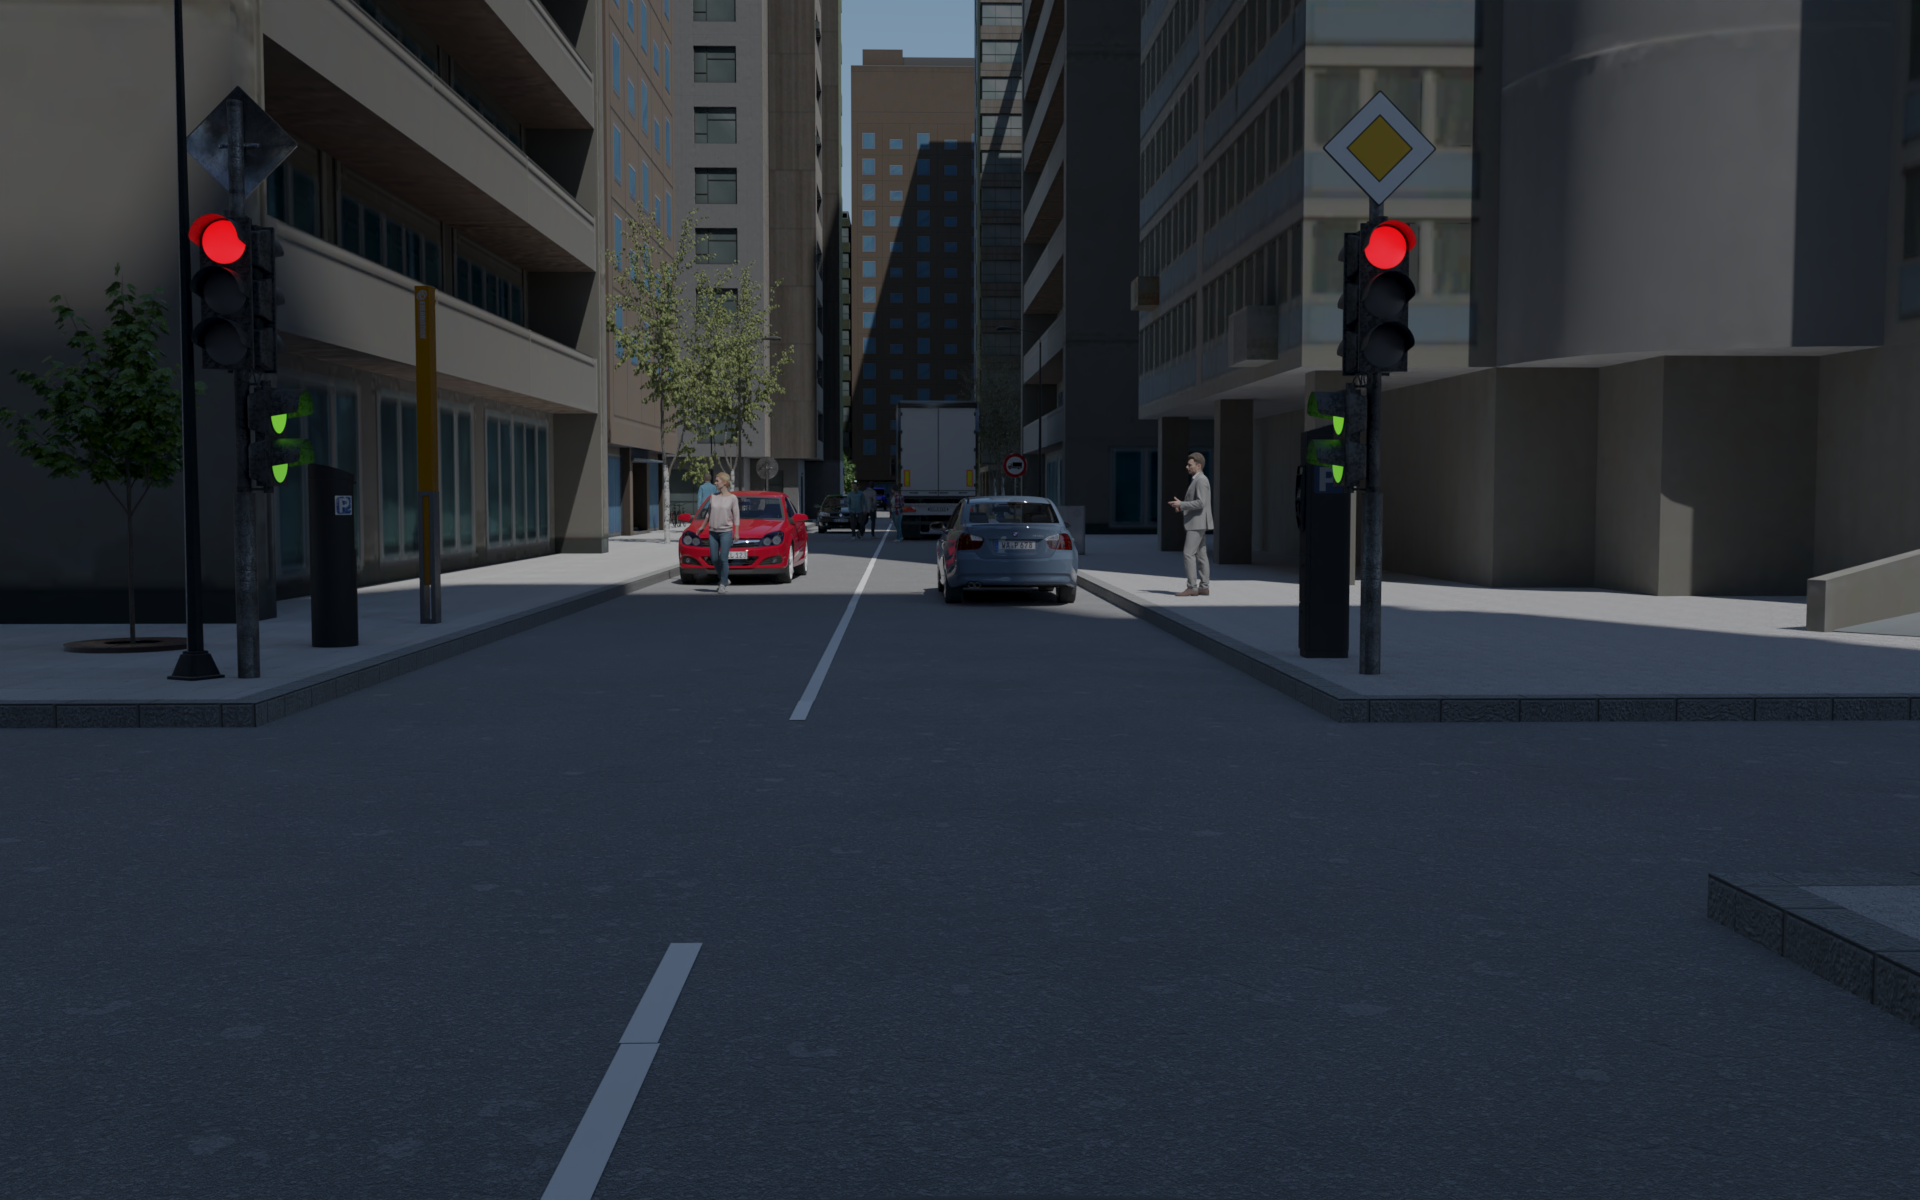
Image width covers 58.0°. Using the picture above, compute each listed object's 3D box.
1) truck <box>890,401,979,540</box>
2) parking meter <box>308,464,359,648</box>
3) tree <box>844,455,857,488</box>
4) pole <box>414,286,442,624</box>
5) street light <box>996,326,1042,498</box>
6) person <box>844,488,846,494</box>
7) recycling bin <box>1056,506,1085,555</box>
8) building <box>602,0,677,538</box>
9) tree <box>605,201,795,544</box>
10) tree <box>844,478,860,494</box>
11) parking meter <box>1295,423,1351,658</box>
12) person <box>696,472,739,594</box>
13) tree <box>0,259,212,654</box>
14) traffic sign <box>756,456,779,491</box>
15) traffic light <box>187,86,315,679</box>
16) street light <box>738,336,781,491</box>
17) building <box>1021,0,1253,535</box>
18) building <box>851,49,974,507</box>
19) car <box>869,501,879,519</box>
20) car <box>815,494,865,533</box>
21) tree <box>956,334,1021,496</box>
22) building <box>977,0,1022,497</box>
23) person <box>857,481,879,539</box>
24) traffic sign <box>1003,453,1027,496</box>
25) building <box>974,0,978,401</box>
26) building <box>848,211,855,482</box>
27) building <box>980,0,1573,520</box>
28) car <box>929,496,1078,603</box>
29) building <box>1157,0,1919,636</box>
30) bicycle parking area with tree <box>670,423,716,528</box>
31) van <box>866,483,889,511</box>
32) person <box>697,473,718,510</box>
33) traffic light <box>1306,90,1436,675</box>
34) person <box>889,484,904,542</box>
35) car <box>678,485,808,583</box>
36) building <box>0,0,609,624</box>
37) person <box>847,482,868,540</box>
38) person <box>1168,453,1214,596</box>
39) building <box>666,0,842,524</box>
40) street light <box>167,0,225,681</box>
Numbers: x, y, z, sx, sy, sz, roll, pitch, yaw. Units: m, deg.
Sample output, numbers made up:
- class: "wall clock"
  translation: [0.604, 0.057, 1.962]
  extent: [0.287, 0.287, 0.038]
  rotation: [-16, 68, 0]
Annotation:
- class: "truck"
  translation: [-0.894, -4.207, 57.704]
  extent: [2.839, 4.237, 11.283]
  rotation: [0, 4, -2]
- class: "parking meter"
  translation: [-5.278, -0.378, 14.586]
  extent: [0.372, 1.533, 0.369]
  rotation: [0, 3, 0]
- class: "tree"
  translation: [-8.821, -8.294, 119.322]
  extent: [4.285, 4.588, 4.351]
  rotation: [0, 3, 0]
- class: "pole"
  translation: [-5.250, -1.422, 17.085]
  extent: [0.158, 3.312, 0.155]
  rotation: [0, 3, 0]
- class: "street light"
  translation: [1.684, -4.621, 48.089]
  extent: [1.470, 5.913, 1.316]
  rotation: [0, 4, -2]
- class: "person"
  translation: [-9.916, -8.646, 147.491]
  extent: [0.705, 1.814, 1.350]
  rotation: [0, 4, 5]
- class: "recycling bin"
  translation: [2.269, -1.482, 36.785]
  extent: [0.722, 1.027, 0.722]
  rotation: [0, 4, -1]
- class: "building"
  translation: [-16.853, -24.696, 53.895]
  extent: [14.600, 45.320, 14.200]
  rotation: [0, 4, -2]
- class: "tree"
  translation: [-7.313, -5.749, 44.360]
  extent: [4.737, 8.622, 4.395]
  rotation: [0, 3, 0]
- class: "tree"
  translation: [-10.266, -10.278, 162.645]
  extent: [1.663, 3.219, 1.824]
  rotation: [0, 3, 0]
- class: "parking meter"
  translation: [2.846, -0.482, 13.594]
  extent: [0.399, 1.863, 0.255]
  rotation: [0, 3, 0]
- class: "person"
  translation: [-3.479, -0.973, 25.080]
  extent: [0.731, 1.740, 0.598]
  rotation: [1, 4, 12]
- class: "tree"
  translation: [-6.931, -1.216, 14.476]
  extent: [1.663, 3.219, 1.824]
  rotation: [0, 3, 0]
- class: "traffic sign"
  translation: [-6.527, -3.581, 58.648]
  extent: [0.768, 2.556, 0.104]
  rotation: [0, 4, 2]
- class: "traffic light"
  translation: [-4.951, -1.411, 11.983]
  extent: [0.839, 4.253, 0.868]
  rotation: [0, 4, -2]
- class: "street light"
  translation: [-5.960, -4.808, 51.144]
  extent: [1.470, 5.913, 1.316]
  rotation: [0, 4, -2]
- class: "building"
  translation: [13.630, -26.933, 64.060]
  extent: [21.300, 48.544, 21.600]
  rotation: [0, 4, -2]
- class: "building"
  translation: [-3.836, -32.306, 178.318]
  extent: [14.200, 45.320, 14.600]
  rotation: [0, 4, -2]
- class: "car"
  translation: [-5.703, -5.542, 100.403]
  extent: [2.009, 1.686, 4.222]
  rotation: [0, 4, -1]
- class: "car"
  translation: [-4.380, -3.341, 64.412]
  extent: [2.009, 1.686, 4.222]
  rotation: [0, 4, -2]
- class: "tree"
  translation: [1.825, -7.866, 78.977]
  extent: [4.360, 8.622, 3.978]
  rotation: [0, 3, 0]
- class: "building"
  translation: [8.230, -27.168, 127.794]
  extent: [14.154, 41.232, 14.086]
  rotation: [0, 4, -2]
- class: "person"
  translation: [-2.945, -2.891, 55.617]
  extent: [0.661, 1.843, 0.795]
  rotation: [3, 5, 41]
- class: "traffic sign"
  translation: [1.713, -3.297, 54.009]
  extent: [0.768, 2.556, 0.104]
  rotation: [0, 4, -1]
- class: "building"
  translation: [15.117, -34.201, 148.420]
  extent: [28.713, 52.752, 27.495]
  rotation: [0, 4, -2]
- class: "building"
  translation: [-17.995, -24.894, 178.720]
  extent: [14.107, 30.474, 14.160]
  rotation: [0, 4, -2]
- class: "building"
  translation: [17.622, -25.494, 108.708]
  extent: [32.217, 40.220, 23.993]
  rotation: [0, 4, -2]
- class: "car"
  translation: [0.598, -0.736, 24.035]
  extent: [2.014, 1.417, 4.499]
  rotation: [0, 4, -3]
- class: "building"
  translation: [15.962, -20.630, 29.188]
  extent: [23.993, 40.220, 32.217]
  rotation: [0, 4, -2]
- class: "bicycle parking area with tree"
  translation: [-12.521, -5.039, 69.392]
  extent: [8.231, 4.147, 9.016]
  rotation: [2, 4, 23]
- class: "van"
  translation: [-7.303, -8.930, 150.392]
  extent: [2.240, 2.365, 5.245]
  rotation: [0, 4, -3]
- class: "person"
  translation: [-6.114, -2.189, 42.177]
  extent: [0.601, 1.785, 0.444]
  rotation: [-1, 4, -21]
- class: "traffic light"
  translation: [2.906, -1.427, 12.245]
  extent: [0.839, 4.253, 0.868]
  rotation: [0, 4, -2]
- class: "person"
  translation: [-1.857, -2.584, 51.580]
  extent: [0.643, 1.720, 0.563]
  rotation: [-3, 4, -38]
- class: "car"
  translation: [-3.586, -1.226, 29.086]
  extent: [2.155, 1.783, 4.494]
  rotation: [0, 3, 0]
- class: "building"
  translation: [-18.040, -24.593, 25.791]
  extent: [21.300, 48.544, 21.600]
  rotation: [0, 4, -2]
- class: "person"
  translation: [-3.206, -2.793, 54.179]
  extent: [0.660, 1.820, 0.620]
  rotation: [0, 4, 3]
- class: "person"
  translation: [2.899, -0.954, 21.838]
  extent: [0.583, 1.804, 0.606]
  rotation: [0, 3, 0]
- class: "building"
  translation: [-12.685, -18.842, 79.768]
  extent: [14.160, 30.474, 14.107]
  rotation: [0, 4, -2]
- class: "street light"
  translation: [-4.773, -2.406, 11.880]
  extent: [1.470, 5.913, 1.316]
  rotation: [0, 4, -2]
